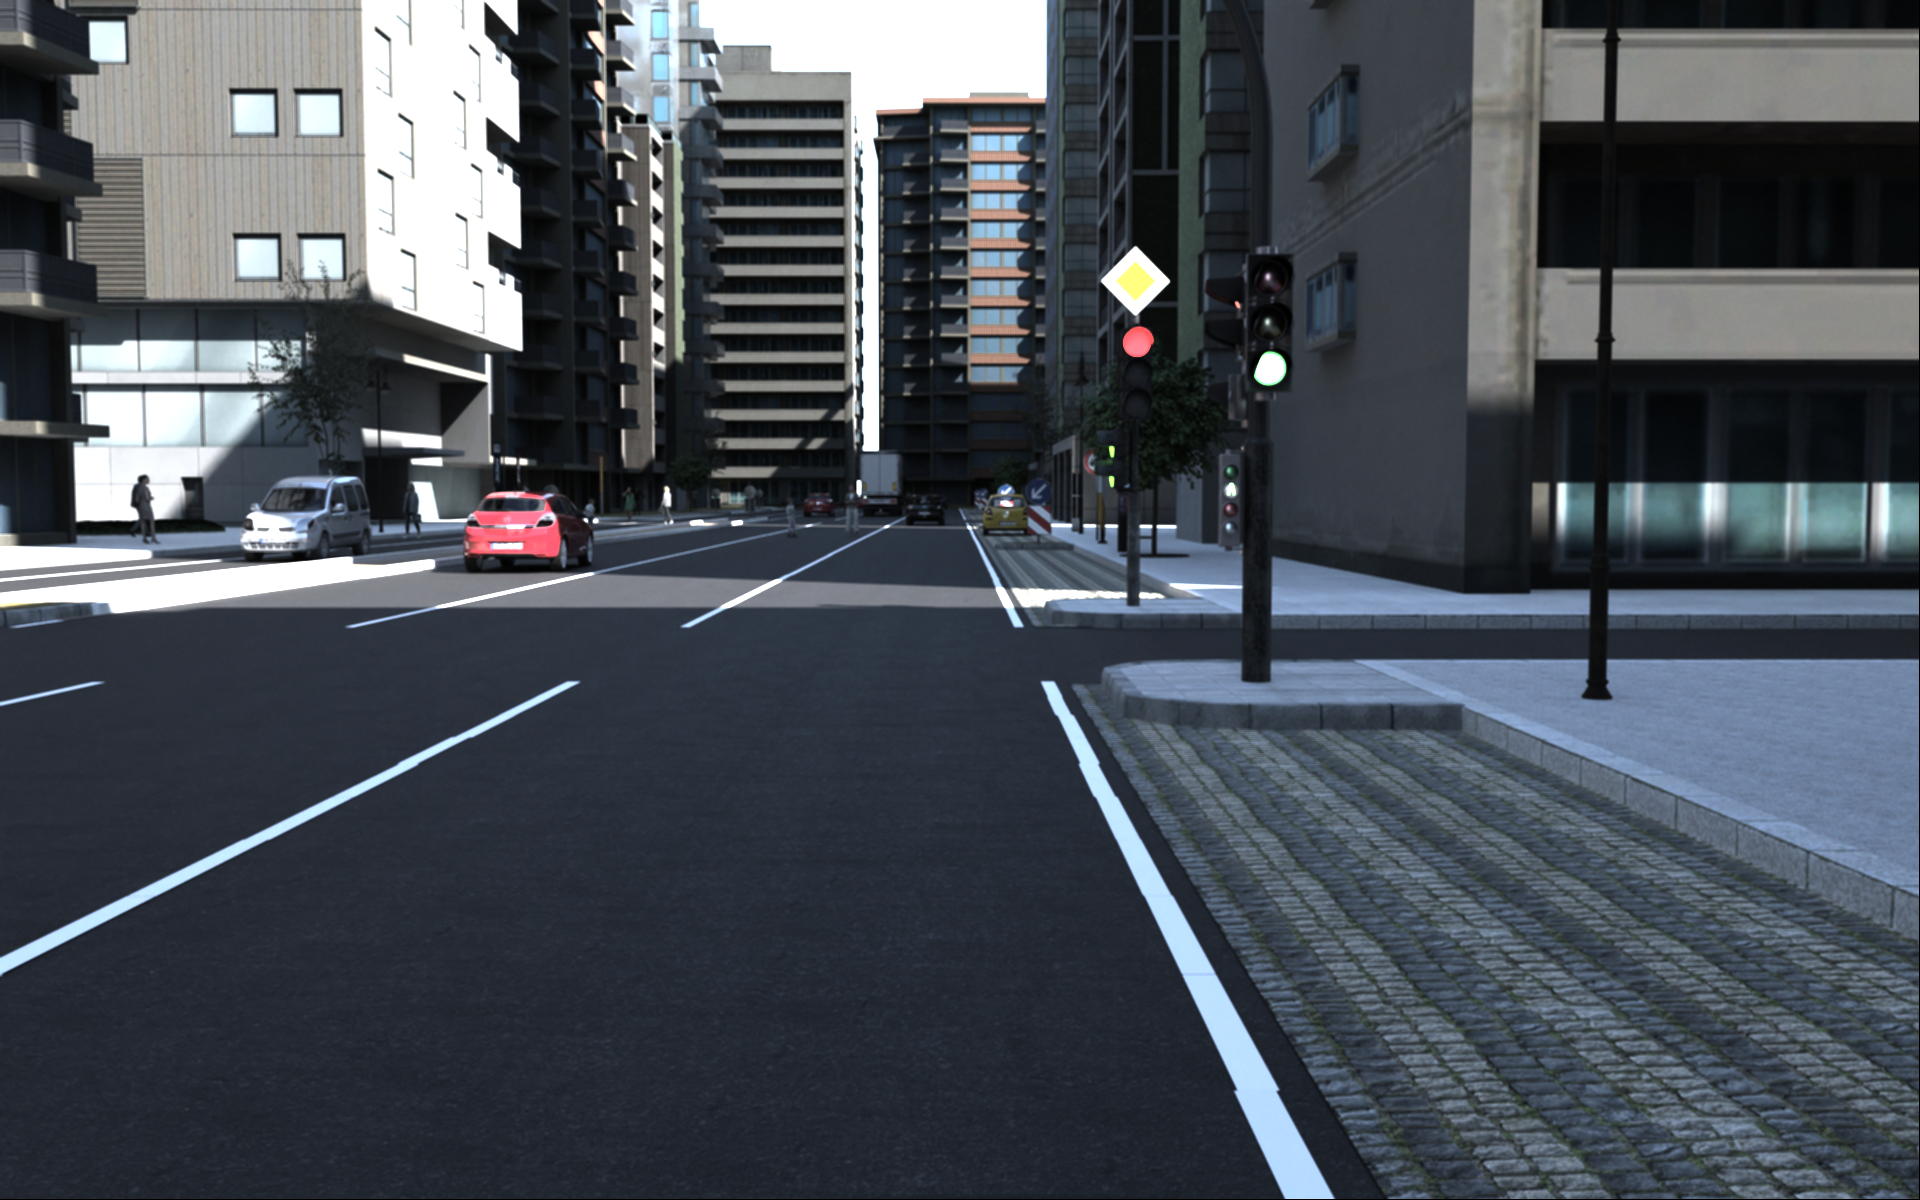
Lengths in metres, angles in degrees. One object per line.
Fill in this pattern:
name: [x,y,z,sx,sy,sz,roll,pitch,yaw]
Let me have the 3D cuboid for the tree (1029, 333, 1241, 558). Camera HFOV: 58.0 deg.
tree: [4.028,-3.167,35.489,4.285,4.588,4.351,0,3,0]

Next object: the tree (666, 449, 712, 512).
tree: [-19.870,-8.774,127.173,4.285,4.588,4.351,0,3,0]

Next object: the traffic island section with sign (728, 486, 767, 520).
traffic island section with sign: [-11.548,-5.290,94.631,2.006,1.907,1.989,0,4,0]

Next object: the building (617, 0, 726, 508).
building: [-37.151,-32.811,156.069,30.456,49.044,23.786,0,4,0]

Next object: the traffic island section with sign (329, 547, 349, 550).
traffic island section with sign: [-16.923,-2.204,44.670,1.989,1.847,2.006,0,4,0]

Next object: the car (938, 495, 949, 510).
car: [-2.029,-9.142,162.052,1.945,1.354,3.894,0,4,0]

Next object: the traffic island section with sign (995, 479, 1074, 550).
traffic island section with sign: [1.901,-2.219,44.909,1.989,1.847,2.006,0,4,0]

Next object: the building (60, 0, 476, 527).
building: [-35.940,-29.867,77.558,28.713,52.752,27.495,0,4,0]

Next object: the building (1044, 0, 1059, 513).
building: [12.993,-28.488,115.886,14.600,45.320,14.200,0,4,0]

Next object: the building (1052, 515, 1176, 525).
building: [14.888,-38.932,74.796,20.563,71.187,20.611,0,4,0]

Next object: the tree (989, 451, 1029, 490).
tree: [3.871,-9.181,133.815,4.285,4.588,4.351,0,3,0]

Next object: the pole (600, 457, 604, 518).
pole: [-19.595,-6.170,94.720,0.158,3.312,0.155,0,3,0]

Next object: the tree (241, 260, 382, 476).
tree: [-19.773,-6.322,53.731,4.360,8.622,3.978,0,3,0]

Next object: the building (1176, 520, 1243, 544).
building: [13.240,-22.435,50.402,14.154,41.232,14.086,0,4,0]

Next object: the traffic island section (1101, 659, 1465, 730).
traffic island section: [2.046,0.635,11.906,2.009,0.180,2.903,0,4,0]

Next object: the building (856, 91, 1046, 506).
building: [3.506,-32.827,191.340,28.867,44.769,22.147,0,4,0]

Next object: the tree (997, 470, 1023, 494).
tree: [4.312,-8.927,140.555,1.663,3.219,1.824,0,3,0]

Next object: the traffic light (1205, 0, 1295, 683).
traffic light: [-0.086,-2.261,11.641,4.771,5.953,1.251,0,4,0]

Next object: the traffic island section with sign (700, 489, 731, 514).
traffic island section with sign: [-17.265,-6.968,122.547,1.989,1.847,2.006,0,4,0]

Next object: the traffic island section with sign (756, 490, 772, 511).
traffic island section with sign: [-17.379,-8.658,150.189,1.989,1.847,2.006,0,4,0]

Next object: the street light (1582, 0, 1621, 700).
street light: [4.002,-2.319,10.705,0.468,5.910,1.993,0,4,0]

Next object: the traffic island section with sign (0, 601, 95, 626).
traffic island section with sign: [-11.204,-0.695,19.493,2.006,1.907,1.989,0,4,0]

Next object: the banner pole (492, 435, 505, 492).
banner pole: [-19.332,-5.064,72.815,0.401,3.779,0.863,2,4,28]

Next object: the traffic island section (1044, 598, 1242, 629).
traffic island section: [2.010,0.146,19.891,2.009,0.180,2.903,0,4,0]

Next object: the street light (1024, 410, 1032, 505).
street light: [3.680,-7.408,93.906,0.468,5.910,1.993,0,4,0]

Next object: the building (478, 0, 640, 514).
building: [-32.854,-27.835,109.721,22.147,44.769,28.867,0,4,0]

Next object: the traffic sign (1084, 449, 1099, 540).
traffic sign: [3.799,-2.919,47.827,0.768,2.556,0.104,0,4,4]

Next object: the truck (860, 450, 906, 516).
truck: [-5.168,-7.806,116.537,2.839,4.237,11.283,0,3,0]

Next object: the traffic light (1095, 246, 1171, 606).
traffic light: [1.970,-1.887,19.777,0.839,4.253,0.868,0,4,0]

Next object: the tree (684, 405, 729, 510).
tree: [-20.837,-11.777,142.911,4.360,8.622,3.978,0,3,0]

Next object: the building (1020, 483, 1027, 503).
building: [21.412,-28.435,156.795,32.217,40.220,23.993,0,4,0]

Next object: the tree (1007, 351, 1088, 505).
tree: [4.603,-8.533,89.883,4.360,8.622,3.978,0,3,0]

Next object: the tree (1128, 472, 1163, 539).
tree: [5.126,-3.389,50.014,1.663,3.219,1.824,0,3,0]

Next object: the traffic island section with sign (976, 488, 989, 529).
traffic island section with sign: [1.783,-3.868,71.864,1.989,1.847,2.006,0,4,0]

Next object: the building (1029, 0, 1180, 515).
building: [15.986,-42.484,132.864,20.563,71.187,20.611,0,4,0]

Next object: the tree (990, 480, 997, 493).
tree: [3.491,-10.086,159.501,1.663,3.219,1.824,0,3,0]

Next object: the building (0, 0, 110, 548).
building: [-32.476,-23.276,35.184,22.147,44.769,28.867,0,4,0]

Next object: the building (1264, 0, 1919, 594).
building: [16.931,-24.940,31.473,21.600,48.544,21.300,0,4,0]

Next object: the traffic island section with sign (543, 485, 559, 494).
traffic island section with sign: [-17.042,-3.869,71.894,1.989,1.847,2.006,0,4,0]

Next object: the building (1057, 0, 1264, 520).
building: [12.688,-25.569,101.654,14.154,41.232,14.086,0,4,0]

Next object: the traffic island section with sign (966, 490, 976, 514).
traffic island section with sign: [1.566,-6.912,121.644,1.989,1.847,2.006,0,4,0]

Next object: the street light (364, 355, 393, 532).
street light: [-19.418,-5.208,57.933,0.468,5.910,1.993,0,4,0]

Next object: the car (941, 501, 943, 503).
car: [-2.087,-6.039,111.312,1.945,1.354,3.894,0,4,0]

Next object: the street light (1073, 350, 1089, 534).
street light: [3.909,-5.076,55.773,0.468,5.910,1.993,0,4,0]

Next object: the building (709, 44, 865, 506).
building: [-21.727,-34.706,191.141,21.600,48.544,21.300,0,4,0]

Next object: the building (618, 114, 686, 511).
building: [-29.054,-22.029,131.871,14.160,30.474,14.107,0,4,0]

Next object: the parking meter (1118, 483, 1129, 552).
parking meter: [3.689,-1.837,38.442,0.372,1.533,0.369,0,3,0]
